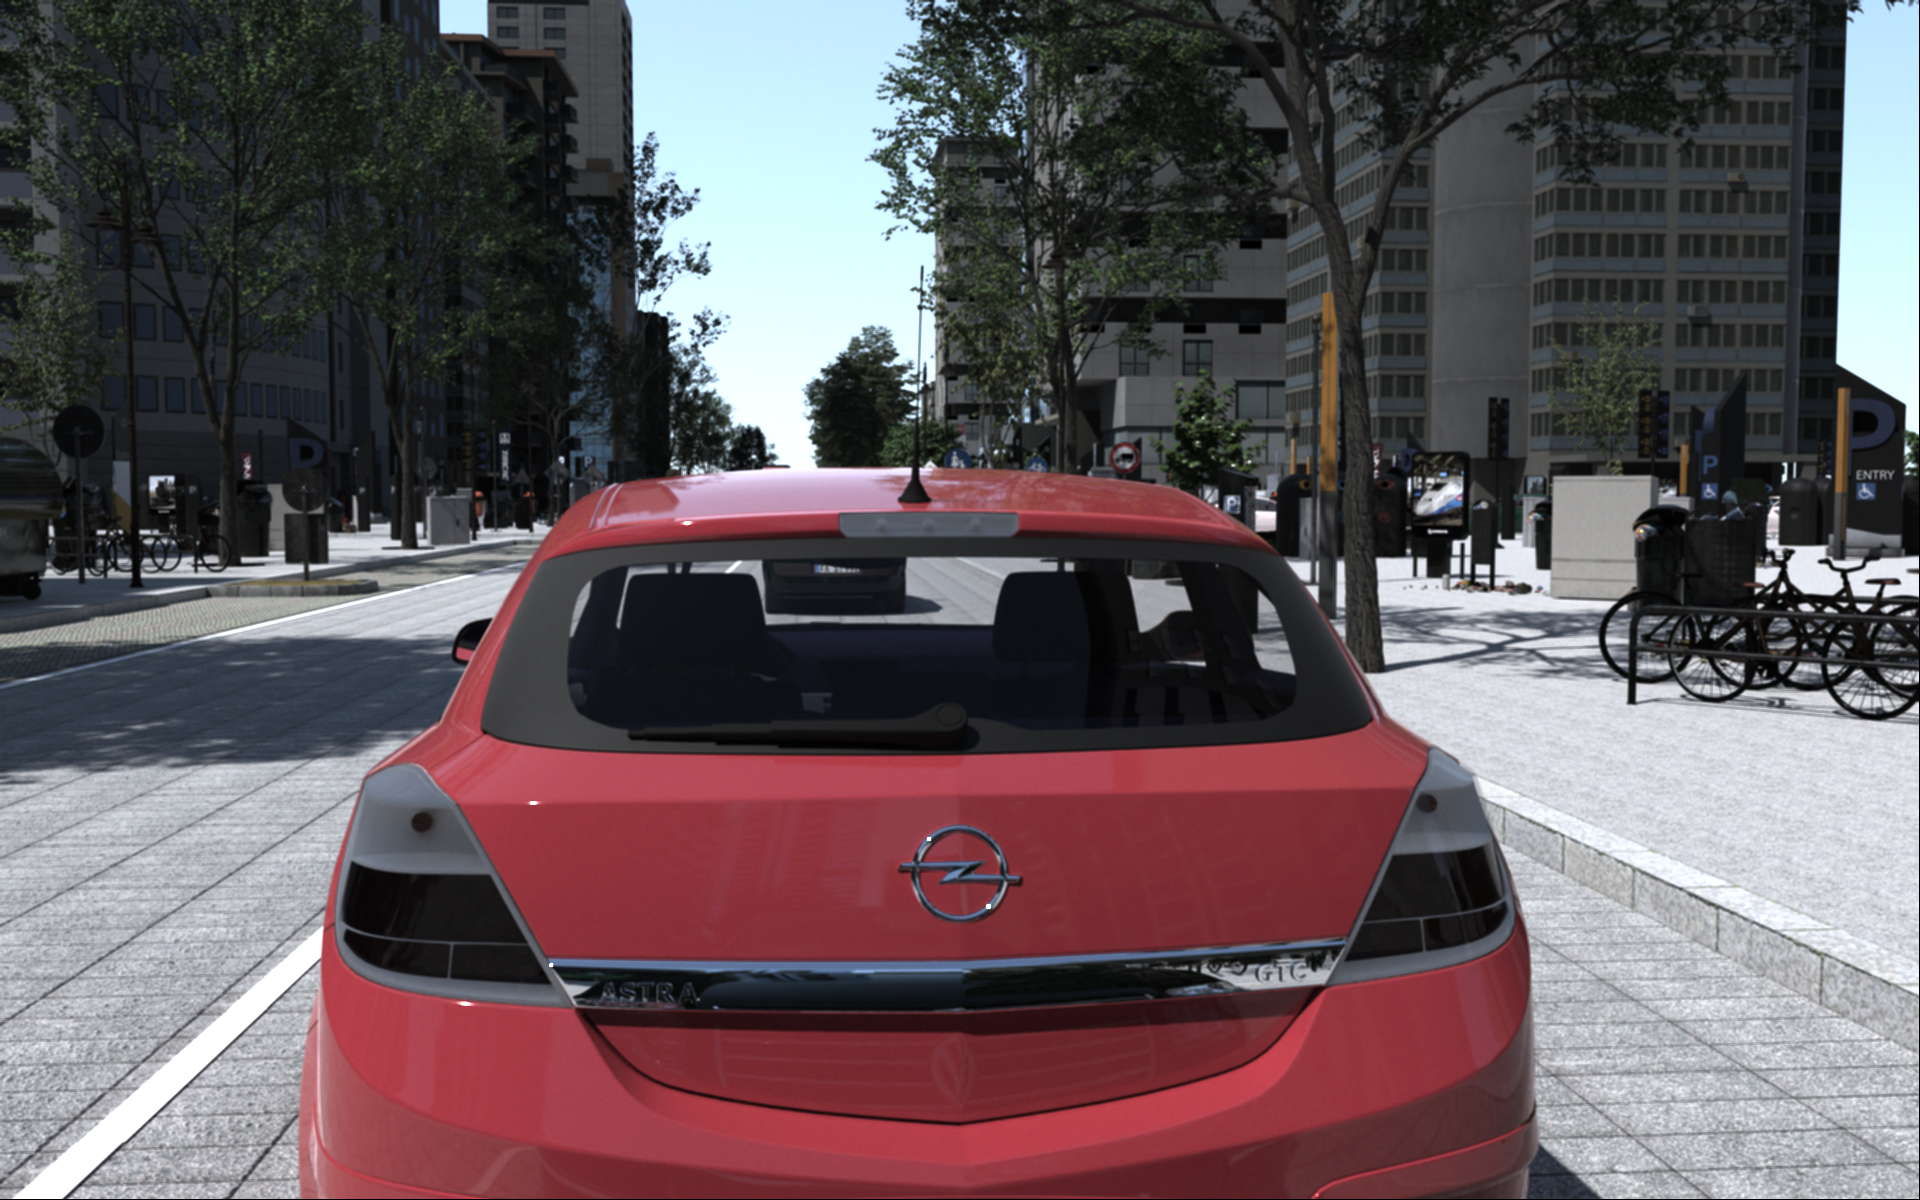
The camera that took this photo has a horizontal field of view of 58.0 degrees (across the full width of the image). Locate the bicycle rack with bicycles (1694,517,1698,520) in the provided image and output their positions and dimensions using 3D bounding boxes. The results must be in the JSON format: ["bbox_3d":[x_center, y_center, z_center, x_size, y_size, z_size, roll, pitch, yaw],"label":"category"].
[{"bbox_3d":[20.064,-2.254,50.238,2.852,0.926,2.925,-1,4,-19],"label":"bicycle rack with bicycles"}]

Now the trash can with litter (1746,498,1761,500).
[{"bbox_3d":[13.606,-1.197,30.621,2.233,1.210,1.678,-1,4,-14],"label":"trash can with litter"}]

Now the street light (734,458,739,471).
[{"bbox_3d":[-27.742,-14.935,216.973,0.468,5.910,1.993,0,4,-5],"label":"street light"}]

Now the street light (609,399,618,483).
[{"bbox_3d":[-16.327,-6.688,82.139,0.468,5.910,1.993,0,4,-5],"label":"street light"}]

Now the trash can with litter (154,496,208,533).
[{"bbox_3d":[-26.343,-2.903,58.515,1.678,1.210,2.233,-2,4,-28],"label":"trash can with litter"}]

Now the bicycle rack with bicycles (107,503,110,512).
[{"bbox_3d":[-32.222,-3.234,66.261,2.925,0.926,2.852,-2,4,-29],"label":"bicycle rack with bicycles"}]

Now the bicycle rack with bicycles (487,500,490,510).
[{"bbox_3d":[-26.441,-5.075,96.365,2.852,0.926,2.925,-1,4,-22],"label":"bicycle rack with bicycles"}]

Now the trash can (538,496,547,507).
[{"bbox_3d":[-30.281,-6.970,125.619,0.748,1.137,0.748,0,3,0],"label":"trash can"}]

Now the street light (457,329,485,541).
[{"bbox_3d":[-13.424,-4.581,47.692,0.468,5.910,1.993,0,4,-5],"label":"street light"}]

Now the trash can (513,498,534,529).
[{"bbox_3d":[-15.957,-3.160,63.325,0.748,1.137,0.748,0,3,0],"label":"trash can"}]

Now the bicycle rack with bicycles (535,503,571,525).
[{"bbox_3d":[-16.718,-3.698,73.849,2.925,0.926,2.852,-1,4,-18],"label":"bicycle rack with bicycles"}]

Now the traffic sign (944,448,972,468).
[{"bbox_3d":[-0.054,-2.929,47.994,0.768,2.556,0.104,0,4,-4],"label":"traffic sign"}]

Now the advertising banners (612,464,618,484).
[{"bbox_3d":[-20.976,-6.507,102.579,2.074,3.025,0.090,2,4,30],"label":"advertising banners"}]

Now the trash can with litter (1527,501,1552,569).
[{"bbox_3d":[10.098,-1.118,29.674,0.624,1.170,1.055,2,4,26],"label":"trash can with litter"}]

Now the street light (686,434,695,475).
[{"bbox_3d":[-20.811,-9.914,134.873,0.468,5.910,1.993,0,4,-5],"label":"street light"}]

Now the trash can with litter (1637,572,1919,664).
[{"bbox_3d":[6.389,-0.154,13.575,2.233,1.210,1.678,1,4,16],"label":"trash can with litter"}]

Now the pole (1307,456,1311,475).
[{"bbox_3d":[18.665,-6.046,92.702,0.158,3.312,0.155,0,3,0],"label":"pole"}]

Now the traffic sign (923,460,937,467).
[{"bbox_3d":[-0.872,-2.882,50.761,0.795,2.450,0.064,0,4,-5],"label":"traffic sign"}]

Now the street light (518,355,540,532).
[{"bbox_3d":[-14.357,-5.201,57.831,0.468,5.910,1.993,0,4,-5],"label":"street light"}]

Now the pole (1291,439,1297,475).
[{"bbox_3d":[12.337,-4.298,64.108,0.158,3.312,0.155,0,3,0],"label":"pole"}]

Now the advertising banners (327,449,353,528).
[{"bbox_3d":[-23.631,-4.293,66.376,2.074,3.025,0.090,-3,5,-45],"label":"advertising banners"}]

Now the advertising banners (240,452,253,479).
[{"bbox_3d":[-28.704,-4.614,71.631,2.074,3.025,0.090,0,4,-1],"label":"advertising banners"}]

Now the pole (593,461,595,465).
[{"bbox_3d":[-22.426,-6.854,105.900,0.158,3.312,0.155,0,3,0],"label":"pole"}]

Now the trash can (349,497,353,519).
[{"bbox_3d":[-30.138,-4.533,85.774,0.748,1.137,0.748,0,3,0],"label":"trash can"}]

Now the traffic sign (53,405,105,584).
[{"bbox_3d":[-12.570,-1.505,24.719,0.768,2.556,0.104,0,4,3],"label":"traffic sign"}]

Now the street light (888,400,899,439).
[{"bbox_3d":[-3.238,-6.794,83.863,0.468,5.910,1.993,0,4,-5],"label":"street light"}]

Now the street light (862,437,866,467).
[{"bbox_3d":[-7.281,-9.753,132.246,0.468,5.910,1.993,0,4,-5],"label":"street light"}]

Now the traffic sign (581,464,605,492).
[{"bbox_3d":[-12.253,-3.315,57.837,0.795,2.450,0.064,0,4,-5],"label":"traffic sign"}]

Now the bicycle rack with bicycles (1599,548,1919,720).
[{"bbox_3d":[5.330,0.162,10.736,2.852,0.926,2.925,-3,5,-43],"label":"bicycle rack with bicycles"}]

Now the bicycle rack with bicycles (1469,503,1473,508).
[{"bbox_3d":[36.923,-6.931,126.697,2.852,0.926,2.925,-1,4,-17],"label":"bicycle rack with bicycles"}]

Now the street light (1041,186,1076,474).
[{"bbox_3d":[1.549,-3.277,26.371,0.468,5.910,1.993,0,4,-5],"label":"street light"}]

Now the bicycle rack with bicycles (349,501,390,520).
[{"bbox_3d":[-29.359,-4.297,83.644,2.925,0.926,2.852,2,4,35],"label":"bicycle rack with bicycles"}]

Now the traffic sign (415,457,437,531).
[{"bbox_3d":[-18.344,-3.630,59.451,0.768,2.556,0.104,0,4,4],"label":"traffic sign"}]

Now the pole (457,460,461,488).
[{"bbox_3d":[-30.398,-6.807,105.133,0.158,3.312,0.155,0,3,0],"label":"pole"}]

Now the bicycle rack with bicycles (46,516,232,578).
[{"bbox_3d":[-13.663,-0.884,27.833,2.925,0.926,2.852,2,4,23],"label":"bicycle rack with bicycles"}]

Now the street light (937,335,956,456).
[{"bbox_3d":[-0.396,-4.747,50.400,0.468,5.910,1.993,0,4,-5],"label":"street light"}]

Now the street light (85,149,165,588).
[{"bbox_3d":[-11.340,-3.112,23.675,0.468,5.910,1.993,0,4,-5],"label":"street light"}]

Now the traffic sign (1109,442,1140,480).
[{"bbox_3d":[4.032,-2.596,42.549,0.768,2.556,0.104,0,4,-1],"label":"traffic sign"}]

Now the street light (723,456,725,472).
[{"bbox_3d":[-24.885,-12.852,182.915,0.468,5.910,1.993,0,4,-5],"label":"street light"}]

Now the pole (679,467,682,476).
[{"bbox_3d":[-20.912,-8.310,129.704,0.158,3.312,0.155,0,3,0],"label":"pole"}]

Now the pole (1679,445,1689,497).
[{"bbox_3d":[29.982,-4.773,71.884,0.158,3.312,0.155,0,3,0],"label":"pole"}]

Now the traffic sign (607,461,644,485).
[{"bbox_3d":[-20.538,-6.883,106.413,2.265,3.308,0.079,0,4,5],"label":"traffic sign"}]

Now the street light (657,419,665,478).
[{"bbox_3d":[-18.337,-8.163,106.254,0.468,5.910,1.993,0,4,-5],"label":"street light"}]

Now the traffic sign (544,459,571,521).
[{"bbox_3d":[-11.580,-2.828,49.880,0.795,2.450,0.064,0,4,-5],"label":"traffic sign"}]

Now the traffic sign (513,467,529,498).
[{"bbox_3d":[-21.017,-5.083,83.119,0.884,2.594,0.081,0,4,0],"label":"traffic sign"}]

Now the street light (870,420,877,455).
[{"bbox_3d":[-5.387,-8.283,108.213,0.468,5.910,1.993,0,4,-5],"label":"street light"}]

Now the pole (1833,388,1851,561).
[{"bbox_3d":[17.001,-2.419,33.391,0.158,3.312,0.155,0,3,0],"label":"pole"}]

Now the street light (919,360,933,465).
[{"bbox_3d":[-1.211,-5.324,59.841,0.468,5.910,1.993,0,4,-5],"label":"street light"}]

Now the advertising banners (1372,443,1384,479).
[{"bbox_3d":[13.577,-3.895,59.866,2.074,3.025,0.090,1,4,13],"label":"advertising banners"}]

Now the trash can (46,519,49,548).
[{"bbox_3d":[-20.961,-1.684,39.187,0.748,1.137,0.748,0,3,0],"label":"trash can"}]

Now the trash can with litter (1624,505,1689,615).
[{"bbox_3d":[7.387,-0.440,18.581,0.624,1.170,1.055,0,4,3],"label":"trash can with litter"}]

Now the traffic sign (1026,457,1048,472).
[{"bbox_3d":[2.634,-3.626,59.384,0.768,2.556,0.104,0,3,0],"label":"traffic sign"}]
